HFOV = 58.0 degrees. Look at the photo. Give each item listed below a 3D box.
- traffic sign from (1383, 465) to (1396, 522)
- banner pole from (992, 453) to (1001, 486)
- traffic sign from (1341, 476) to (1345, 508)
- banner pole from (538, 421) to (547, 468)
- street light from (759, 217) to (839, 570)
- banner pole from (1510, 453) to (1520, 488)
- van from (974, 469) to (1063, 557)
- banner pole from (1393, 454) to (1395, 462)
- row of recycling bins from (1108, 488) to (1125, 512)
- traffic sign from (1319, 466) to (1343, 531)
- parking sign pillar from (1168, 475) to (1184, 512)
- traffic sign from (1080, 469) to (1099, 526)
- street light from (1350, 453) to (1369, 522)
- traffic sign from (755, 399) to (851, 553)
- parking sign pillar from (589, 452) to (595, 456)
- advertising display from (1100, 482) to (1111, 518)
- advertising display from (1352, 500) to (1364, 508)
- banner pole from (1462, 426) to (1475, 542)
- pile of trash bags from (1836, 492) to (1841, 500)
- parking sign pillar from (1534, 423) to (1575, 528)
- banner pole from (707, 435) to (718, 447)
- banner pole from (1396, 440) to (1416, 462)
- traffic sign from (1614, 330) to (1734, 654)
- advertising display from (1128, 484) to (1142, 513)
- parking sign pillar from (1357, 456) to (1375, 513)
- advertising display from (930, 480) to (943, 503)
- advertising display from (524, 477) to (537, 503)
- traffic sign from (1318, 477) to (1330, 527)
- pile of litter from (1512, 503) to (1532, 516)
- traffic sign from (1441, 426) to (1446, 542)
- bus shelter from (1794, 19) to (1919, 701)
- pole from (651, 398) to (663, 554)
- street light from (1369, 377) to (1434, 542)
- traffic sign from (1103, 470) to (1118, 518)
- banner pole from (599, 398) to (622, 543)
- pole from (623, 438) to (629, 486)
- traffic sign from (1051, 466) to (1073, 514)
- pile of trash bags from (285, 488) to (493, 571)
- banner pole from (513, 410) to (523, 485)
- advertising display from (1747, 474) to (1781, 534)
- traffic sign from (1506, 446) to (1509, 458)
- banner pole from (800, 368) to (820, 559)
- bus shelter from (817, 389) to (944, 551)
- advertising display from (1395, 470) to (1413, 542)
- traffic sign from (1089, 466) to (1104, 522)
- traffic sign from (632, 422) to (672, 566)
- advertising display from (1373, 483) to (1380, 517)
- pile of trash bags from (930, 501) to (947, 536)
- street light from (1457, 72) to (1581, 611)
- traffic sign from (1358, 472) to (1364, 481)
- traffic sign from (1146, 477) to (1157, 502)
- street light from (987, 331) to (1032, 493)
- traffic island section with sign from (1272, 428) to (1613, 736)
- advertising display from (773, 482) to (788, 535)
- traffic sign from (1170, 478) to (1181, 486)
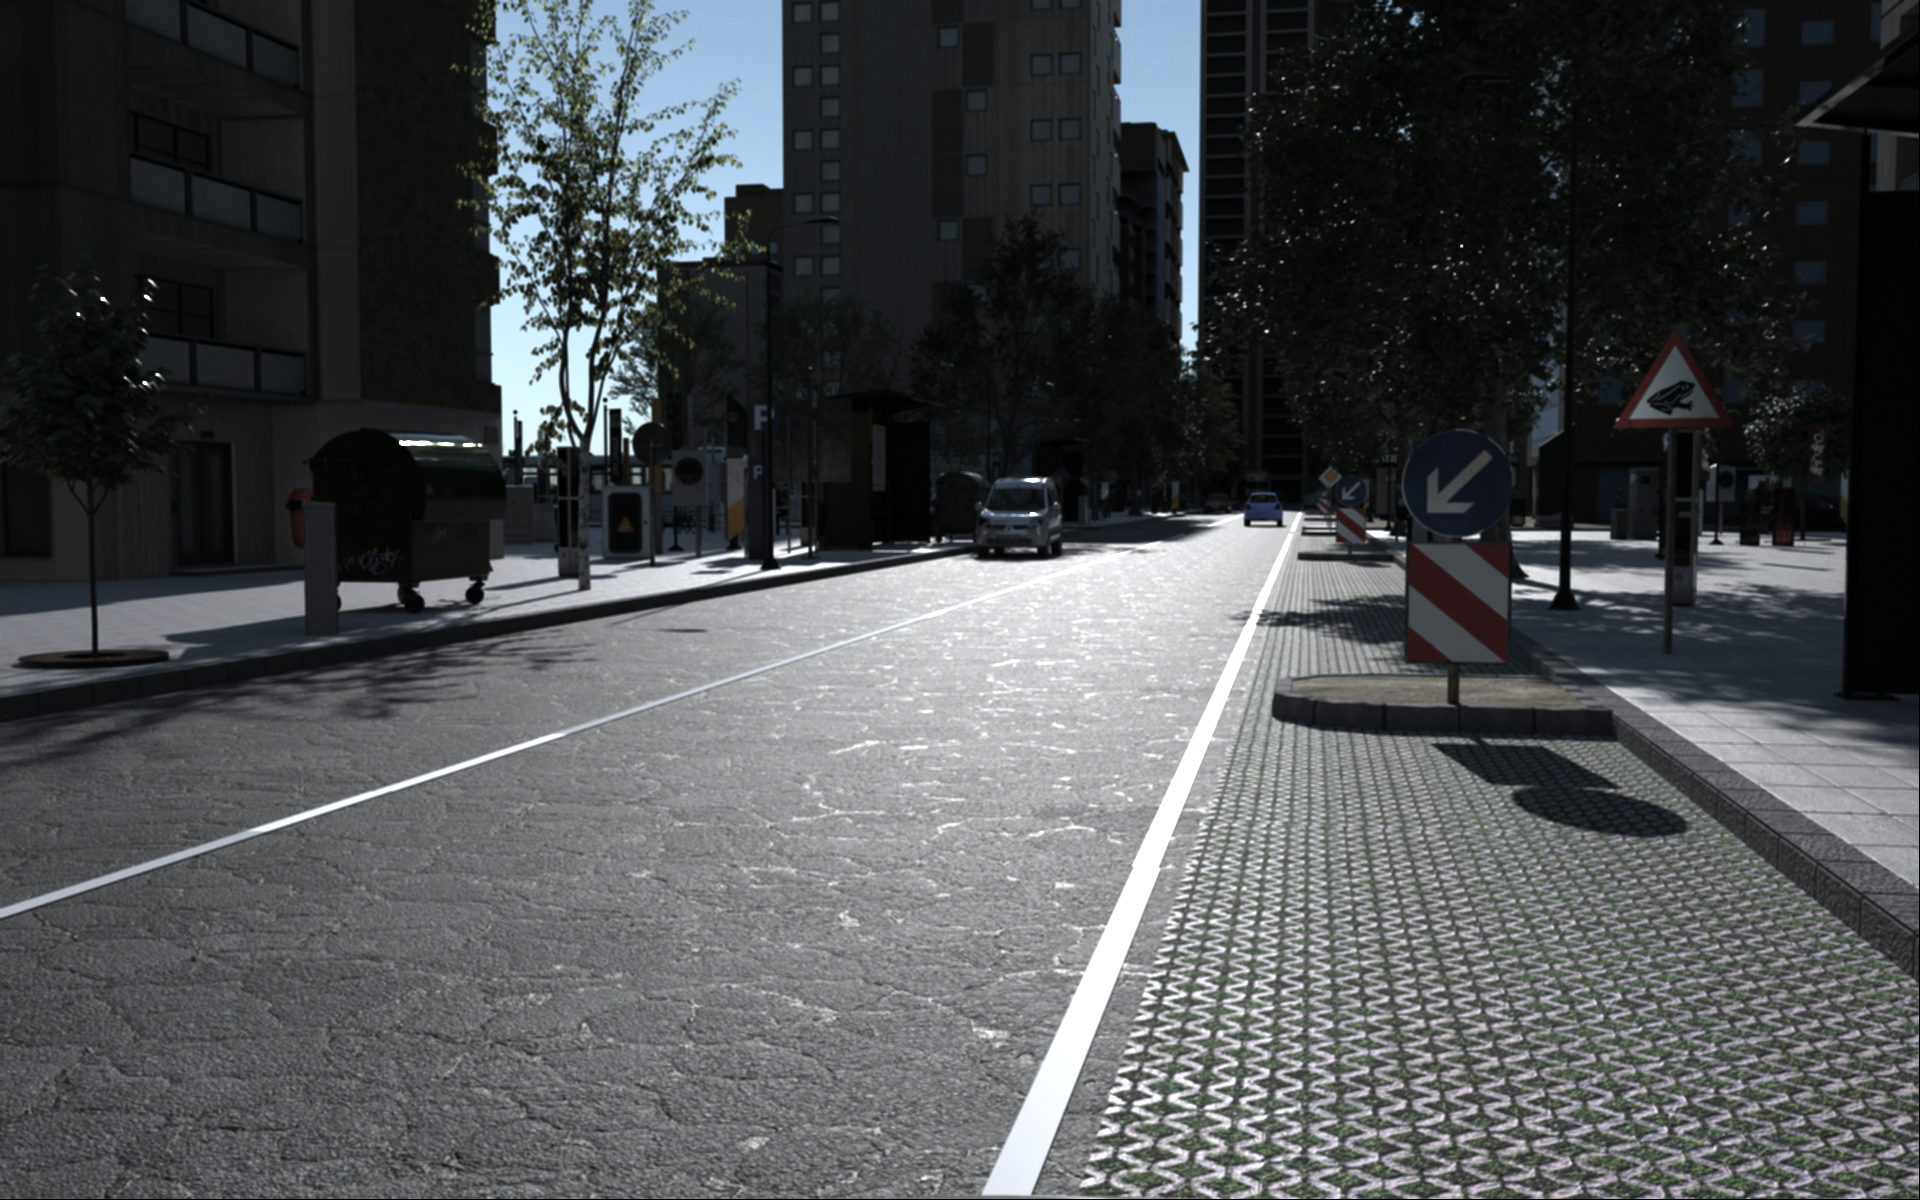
[{"bbox_3d":[19.518,-4.782,78.195,0.884,2.594,0.081,1,4,20],"label":"traffic sign"},{"bbox_3d":[1.775,-6.227,91.834,0.863,3.779,0.401,1,4,14],"label":"banner pole"},{"bbox_3d":[27.236,-7.494,122.630,0.768,2.556,0.104,1,4,16],"label":"traffic sign"},{"bbox_3d":[-14.267,-4.237,59.285,0.401,3.779,0.863,-3,4,-38],"label":"banner pole"},{"bbox_3d":[-2.711,-3.472,29.300,1.470,5.913,1.316,1,4,11],"label":"street light"},{"bbox_3d":[29.844,-6.345,93.752,0.863,3.779,0.401,1,4,11],"label":"banner pole"},{"bbox_3d":[1.424,-2.058,40.666,2.013,2.044,4.112,1,4,9],"label":"van"},{"bbox_3d":[25.257,-6.737,100.175,0.863,3.779,0.401,-1,4,-22],"label":"banner pole"},{"bbox_3d":[10.925,-7.191,124.690,1.069,1.692,3.534,2,4,26],"label":"row of recycling bins"},{"bbox_3d":[12.840,-3.447,60.007,0.795,2.450,0.064,1,4,11],"label":"traffic sign"},{"bbox_3d":[15.835,-8.532,127.976,1.447,3.967,1.447,1,4,14],"label":"parking sign pillar"},{"bbox_3d":[5.209,-4.040,69.702,0.795,2.450,0.064,1,4,11],"label":"traffic sign"},{"bbox_3d":[14.258,-5.329,59.675,1.470,5.913,1.316,1,4,11],"label":"street light"},{"bbox_3d":[-3.402,-2.661,37.380,2.265,3.308,0.079,1,4,20],"label":"traffic sign"},{"bbox_3d":[-22.005,-7.129,105.039,1.447,3.967,1.447,-1,4,-12],"label":"parking sign pillar"},{"bbox_3d":[7.738,-5.329,92.343,0.123,1.923,0.974,-2,4,-26],"label":"advertising display"},{"bbox_3d":[19.854,-4.967,86.426,0.123,1.923,0.974,3,5,43],"label":"advertising display"},{"bbox_3d":[13.676,-3.463,46.634,0.863,3.779,0.401,-1,4,-19],"label":"banner pole"},{"bbox_3d":[36.005,-3.599,68.595,3.447,1.369,1.912,-2,4,-24],"label":"pile of trash bags"},{"bbox_3d":[22.714,-4.749,66.114,1.447,3.967,1.447,0,4,1],"label":"parking sign pillar"},{"bbox_3d":[-10.551,-5.139,74.038,0.863,3.779,0.401,3,5,42],"label":"banner pole"},{"bbox_3d":[15.248,-4.200,58.683,0.401,3.779,0.863,-1,4,-21],"label":"banner pole"},{"bbox_3d":[5.686,-0.847,13.846,0.884,2.594,0.081,1,4,17],"label":"traffic sign"},{"bbox_3d":[11.017,-6.368,109.326,0.974,1.923,0.123,-2,4,-28],"label":"advertising display"},{"bbox_3d":[28.079,-8.016,119.532,1.447,3.967,1.447,1,4,20],"label":"parking sign pillar"},{"bbox_3d":[-1.116,-4.645,81.153,0.123,1.923,0.974,-2,4,-34],"label":"advertising display"},{"bbox_3d":[-16.040,-3.702,65.740,0.974,1.923,0.123,0,4,4],"label":"advertising display"},{"bbox_3d":[14.415,-3.926,67.836,0.795,2.450,0.064,1,4,11],"label":"traffic sign"},{"bbox_3d":[32.450,-5.246,99.744,1.719,0.858,1.176,3,4,36],"label":"pile of litter"},{"bbox_3d":[9.326,-2.043,33.399,0.884,2.594,0.081,1,4,20],"label":"traffic sign"},{"bbox_3d":[5.432,-1.006,7.726,1.731,3.624,6.357,1,4,11],"label":"bus shelter"},{"bbox_3d":[-6.449,-2.631,36.864,0.158,3.312,0.155,0,3,0],"label":"pole"},{"bbox_3d":[10.196,-4.093,39.467,1.470,5.913,1.316,1,4,11],"label":"street light"},{"bbox_3d":[8.052,-5.672,92.839,0.768,2.556,0.104,1,4,12],"label":"traffic sign"},{"bbox_3d":[-9.014,-3.353,44.846,0.863,3.779,0.401,3,5,39],"label":"banner pole"},{"bbox_3d":[-12.116,-4.226,62.932,0.158,3.312,0.155,0,3,0],"label":"pole"},{"bbox_3d":[3.634,-3.562,61.873,0.795,2.450,0.064,1,4,11],"label":"traffic sign"},{"bbox_3d":[-9.234,-1.093,27.621,1.912,1.369,3.447,2,4,28],"label":"pile of trash bags"},{"bbox_3d":[-13.224,-3.785,51.901,0.401,3.779,0.863,0,4,3],"label":"banner pole"},{"bbox_3d":[25.508,-3.045,55.007,0.974,1.923,0.123,2,4,25],"label":"advertising display"},{"bbox_3d":[12.262,-2.438,39.969,0.768,2.556,0.104,1,4,19],"label":"traffic sign"},{"bbox_3d":[-2.941,-2.729,34.635,0.401,3.779,0.863,1,4,10],"label":"banner pole"},{"bbox_3d":[-1.864,-3.101,41.991,1.731,3.624,6.357,1,4,12],"label":"bus shelter"},{"bbox_3d":[12.063,-2.498,46.050,0.974,1.923,0.123,1,4,9],"label":"advertising display"},{"bbox_3d":[6.121,-4.794,78.494,0.768,2.556,0.104,1,4,18],"label":"traffic sign"},{"bbox_3d":[-5.456,-1.868,30.650,0.768,2.556,0.104,1,4,16],"label":"traffic sign"},{"bbox_3d":[23.716,-5.668,97.889,0.974,1.923,0.123,-3,4,-37],"label":"advertising display"},{"bbox_3d":[-0.024,-2.703,53.943,1.912,1.369,3.447,1,4,12],"label":"pile of trash bags"},{"bbox_3d":[6.180,-2.851,19.163,1.470,5.913,1.316,1,4,11],"label":"street light"},{"bbox_3d":[22.671,-5.925,96.980,0.768,2.556,0.104,1,4,13],"label":"traffic sign"},{"bbox_3d":[14.292,-7.905,129.347,0.768,2.556,0.104,1,4,13],"label":"traffic sign"},{"bbox_3d":[1.346,-4.708,49.509,1.470,5.913,1.316,1,4,11],"label":"street light"},{"bbox_3d":[3.065,-0.163,11.296,1.989,1.847,2.006,1,4,11],"label":"traffic island section with sign"},{"bbox_3d":[-5.845,-3.002,54.295,0.974,1.923,0.123,-1,4,-21],"label":"advertising display"},{"bbox_3d":[15.462,-7.611,124.547,0.768,2.556,0.104,1,4,13],"label":"traffic sign"}]
